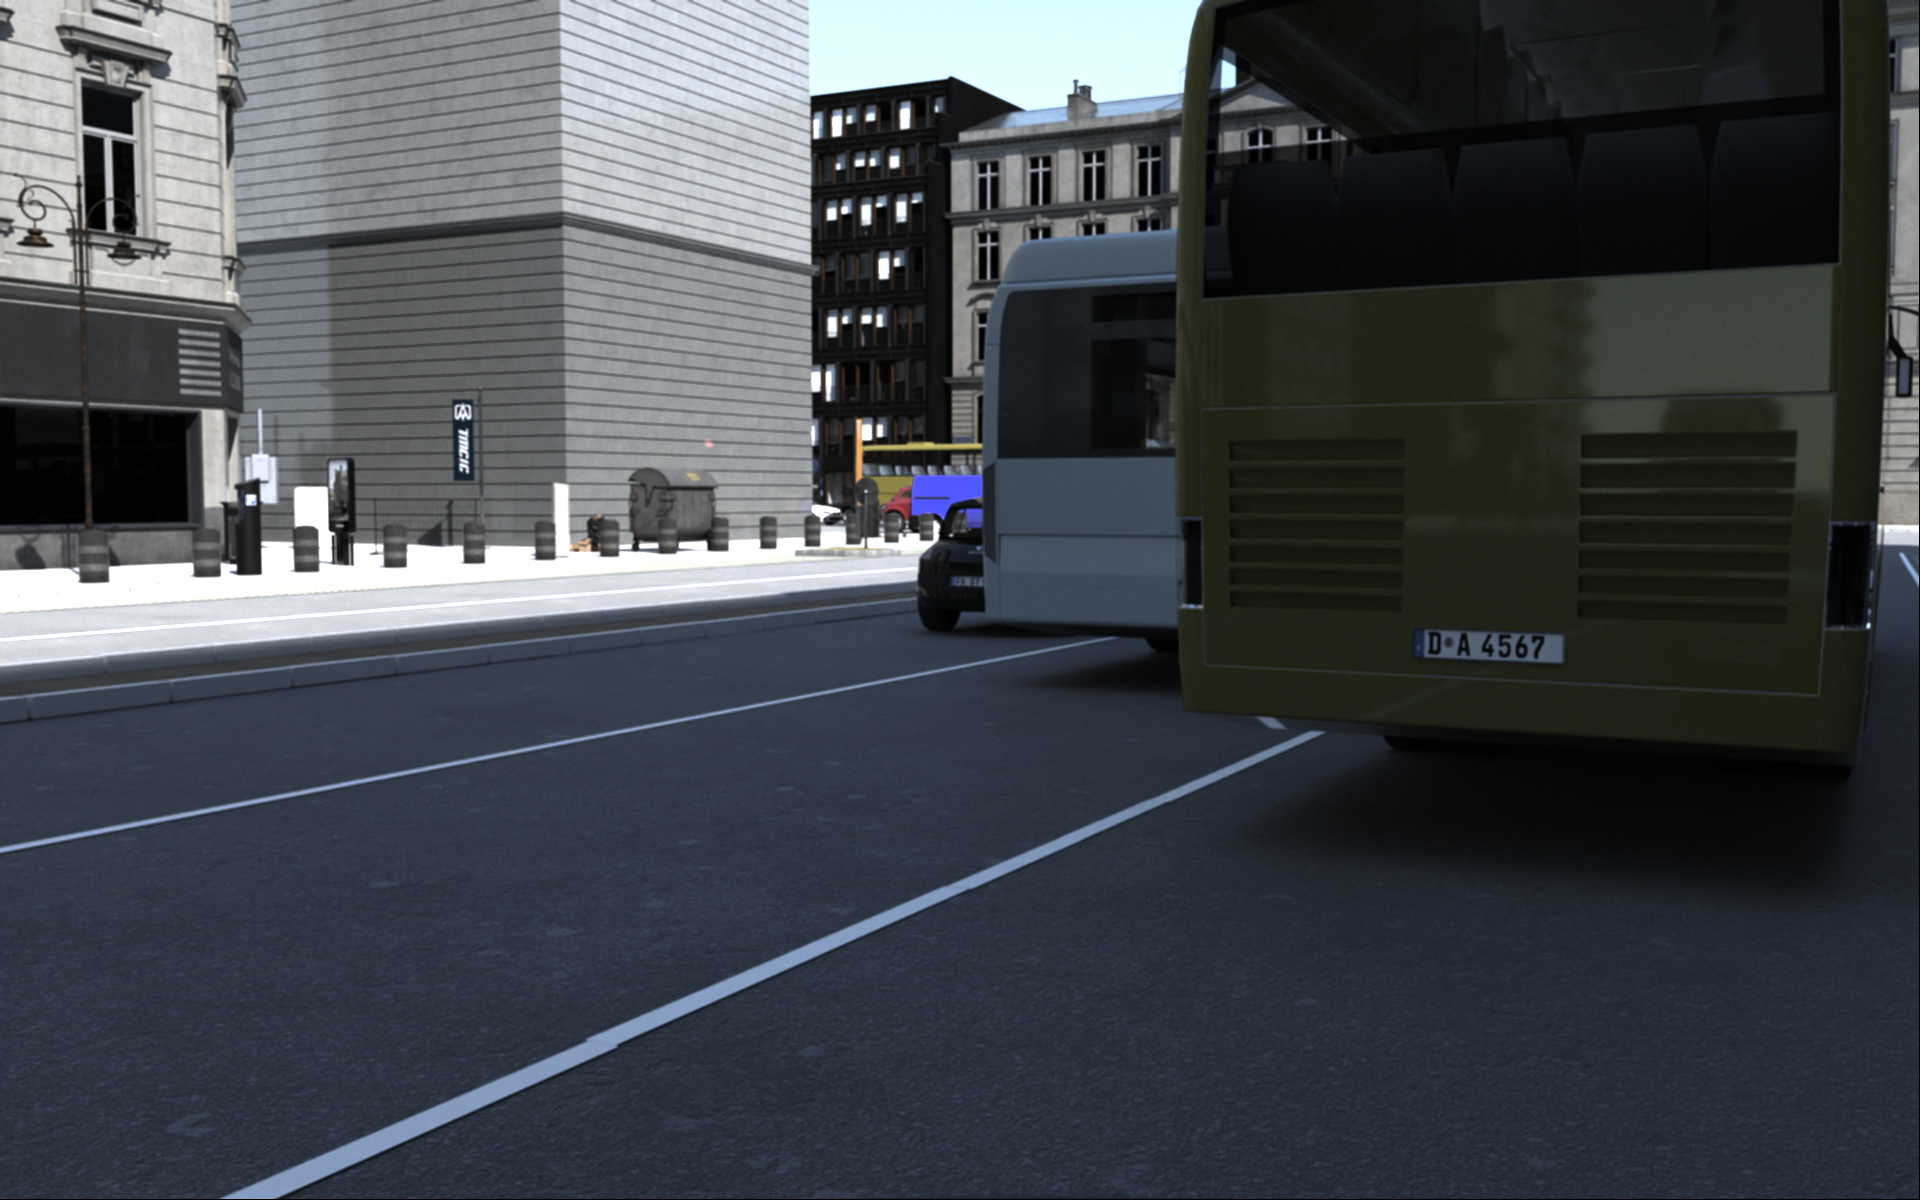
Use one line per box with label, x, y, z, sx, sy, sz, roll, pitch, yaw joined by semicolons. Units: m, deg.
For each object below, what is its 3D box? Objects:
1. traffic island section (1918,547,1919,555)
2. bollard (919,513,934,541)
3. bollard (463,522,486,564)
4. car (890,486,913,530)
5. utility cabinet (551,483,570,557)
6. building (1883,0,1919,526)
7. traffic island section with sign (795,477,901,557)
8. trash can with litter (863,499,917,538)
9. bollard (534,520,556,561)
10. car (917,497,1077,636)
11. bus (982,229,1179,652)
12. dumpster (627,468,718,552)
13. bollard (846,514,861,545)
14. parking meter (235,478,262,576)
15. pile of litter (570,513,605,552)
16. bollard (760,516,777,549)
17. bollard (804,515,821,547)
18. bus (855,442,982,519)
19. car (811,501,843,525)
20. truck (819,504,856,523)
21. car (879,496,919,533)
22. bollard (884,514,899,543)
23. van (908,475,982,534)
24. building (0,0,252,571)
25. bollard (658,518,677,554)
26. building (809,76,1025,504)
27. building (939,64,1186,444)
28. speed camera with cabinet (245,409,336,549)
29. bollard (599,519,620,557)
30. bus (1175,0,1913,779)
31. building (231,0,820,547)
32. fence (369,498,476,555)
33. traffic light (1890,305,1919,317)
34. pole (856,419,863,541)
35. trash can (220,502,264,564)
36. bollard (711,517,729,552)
traffic island section;23.807;-1.141;40.935;2.009;0.180;2.903;2;4;27
bollard;-0.912;-1.992;47.285;0.404;0.777;0.398;0;3;0
bollard;-8.944;-1.050;31.882;0.404;0.777;0.398;0;3;0
car;-0.330;-3.760;70.146;5.304;1.827;2.281;2;4;26
utility cabinet;-8.118;-1.625;35.240;0.318;1.500;1.173;-1;4;-16
building;46.379;-14.724;74.028;30.059;22.955;16.112;2;4;27
traffic island section with sign;-2.459;-1.929;40.161;1.989;1.847;2.006;2;4;27
trash can with litter;-2.222;-2.432;50.822;2.233;1.210;1.678;-1;4;-21
bollard;-8.048;-1.155;33.601;0.404;0.777;0.398;0;3;0
car;1.053;-0.567;19.056;2.009;1.686;4.222;2;4;26
bus;4.318;-1.417;18.029;2.948;3.499;13.247;2;4;27
dumpster;-6.431;-2.016;38.723;1.264;1.857;1.865;2;4;28
bollard;-2.696;-1.782;43.853;0.404;0.777;0.398;0;3;0
parking meter;-11.254;-1.161;27.387;0.372;1.533;0.369;0;3;0
pile of litter;-8.362;-1.515;38.740;1.176;0.858;1.719;-1;4;-10
bollard;-4.475;-1.573;40.442;0.404;0.777;0.398;0;3;0
bollard;-3.588;-1.678;42.148;0.404;0.777;0.398;0;3;0
bus;1.320;-5.040;73.946;12.252;3.916;2.896;2;4;29
car;-7.720;-4.179;80.695;4.827;1.381;2.083;2;4;29
truck;0.957;-5.526;80.101;18.799;4.110;2.967;2;4;27
car;-0.498;-3.338;63.256;5.304;1.827;2.281;2;4;27
bollard;-1.798;-1.887;45.571;0.404;0.777;0.398;0;3;0
van;1.010;-3.178;56.346;5.245;2.365;2.240;2;4;29
building;-29.725;-14.812;18.585;17.030;29.872;44.131;2;4;27
bollard;-6.257;-1.364;37.026;0.404;0.777;0.398;0;3;0
building;-5.661;-16.497;99.408;15.834;23.373;12.332;2;4;27
building;16.870;-16.443;87.928;34.723;24.649;14.460;2;4;27
speed camera with cabinet;-15.662;-2.836;40.702;2.038;3.252;0.660;-1;4;-15
bollard;-7.149;-1.260;35.322;0.404;0.777;0.398;0;3;0
bus;4.827;-1.232;11.688;2.896;3.916;12.252;2;4;28
building;-19.881;-16.800;52.176;29.804;29.767;11.434;2;4;27
fence;-11.327;-1.561;36.722;2.264;1.192;0.480;0;4;-3
traffic light;21.881;-4.098;41.671;4.771;5.953;1.251;2;4;27
pole;-2.731;-3.254;47.039;0.158;3.312;0.155;0;3;0
trash can;-13.157;-1.230;31.757;0.748;1.137;0.748;0;3;0
bollard;-5.368;-1.469;38.734;0.404;0.777;0.398;0;3;0
